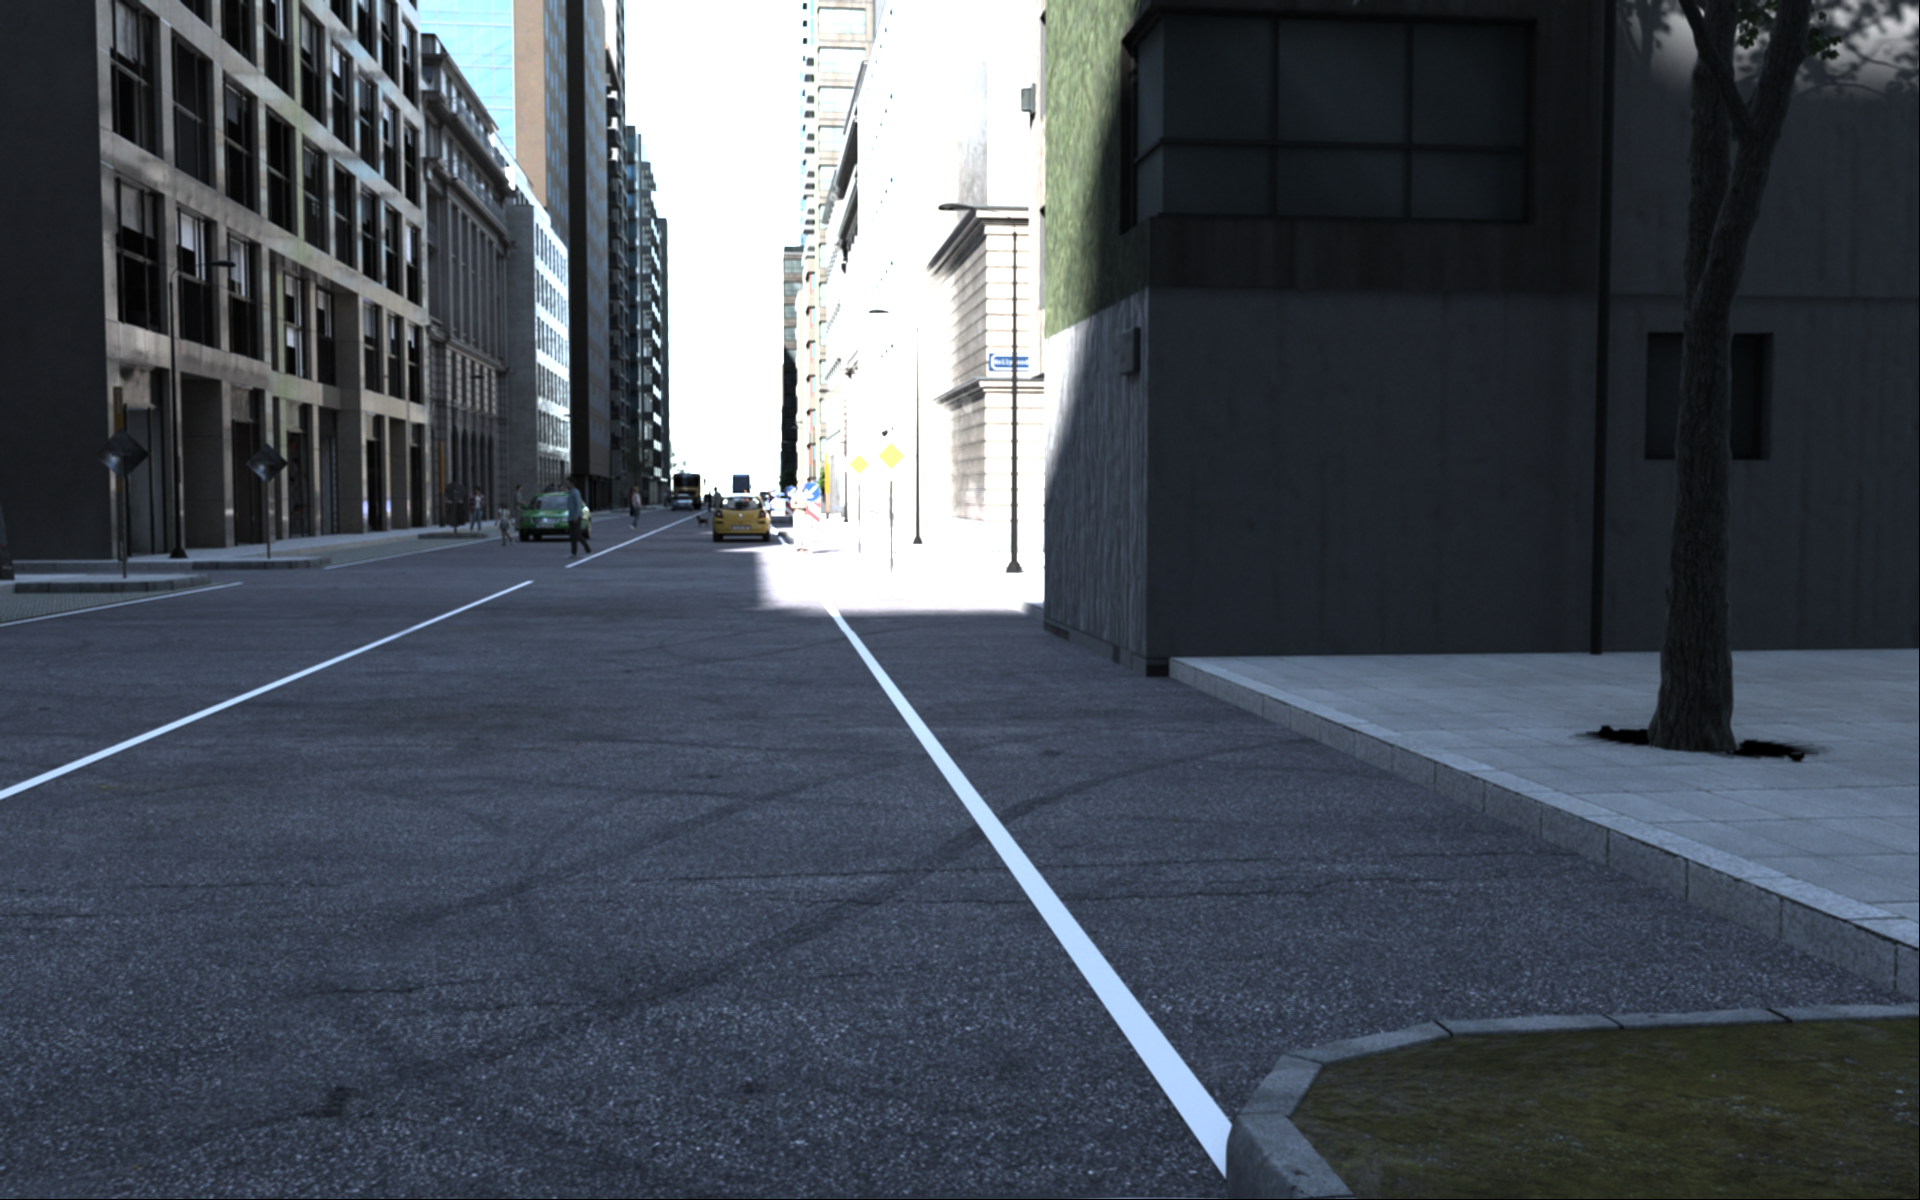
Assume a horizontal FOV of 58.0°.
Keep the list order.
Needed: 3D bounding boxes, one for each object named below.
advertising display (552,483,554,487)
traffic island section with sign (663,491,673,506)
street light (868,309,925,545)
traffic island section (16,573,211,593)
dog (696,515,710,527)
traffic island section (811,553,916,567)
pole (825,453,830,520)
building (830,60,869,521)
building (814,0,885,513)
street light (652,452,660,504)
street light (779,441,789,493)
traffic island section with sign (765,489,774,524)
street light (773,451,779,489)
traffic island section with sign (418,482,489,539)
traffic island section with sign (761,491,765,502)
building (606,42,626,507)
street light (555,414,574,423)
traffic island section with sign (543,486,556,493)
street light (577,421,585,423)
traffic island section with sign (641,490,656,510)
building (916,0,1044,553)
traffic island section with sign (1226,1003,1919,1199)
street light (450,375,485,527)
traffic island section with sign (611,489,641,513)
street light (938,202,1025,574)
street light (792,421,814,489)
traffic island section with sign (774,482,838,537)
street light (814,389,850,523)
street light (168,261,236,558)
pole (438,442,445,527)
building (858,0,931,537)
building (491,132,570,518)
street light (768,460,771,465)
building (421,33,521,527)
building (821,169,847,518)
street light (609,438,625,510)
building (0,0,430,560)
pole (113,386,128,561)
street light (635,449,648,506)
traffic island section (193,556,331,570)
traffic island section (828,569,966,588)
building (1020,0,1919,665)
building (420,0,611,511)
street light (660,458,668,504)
[{"bbox_3d":[-22.899,-5.642,97.457,0.123,1.923,0.974,-1,4,-15],"label":"advertising display"},{"bbox_3d":[-35.789,-12.604,214.701,1.989,1.847,2.006,0,4,-7],"label":"traffic island section with sign"},{"bbox_3d":[-1.607,-4.349,43.648,1.470,5.913,1.316,0,4,-7],"label":"street light"},{"bbox_3d":[-12.734,-0.250,26.363,2.009,0.180,2.903,0,4,-7],"label":"traffic island section"},{"bbox_3d":[-11.187,-3.430,75.367,0.540,0.507,0.406,-2,4,-28],"label":"dog"},{"bbox_3d":[-2.048,-0.821,35.705,2.009,0.180,2.903,0,4,-7],"label":"traffic island section"},{"bbox_3d":[-6.619,-5.658,86.359,0.158,3.312,0.155,0,3,0],"label":"pole"},{"bbox_3d":[1.220,-14.596,80.447,13.314,21.916,24.055,0,4,-7],"label":"building"},{"bbox_3d":[-3.086,-26.718,120.439,14.154,41.232,14.086,0,4,-7],"label":"building"},{"bbox_3d":[-34.472,-13.447,192.402,1.470,5.913,1.316,0,4,-7],"label":"street light"},{"bbox_3d":[-14.937,-11.024,152.787,1.470,5.913,1.316,0,4,-7],"label":"street light"},{"bbox_3d":[-8.437,-4.680,85.153,1.989,1.847,2.006,0,4,-7],"label":"traffic island section with sign"},{"bbox_3d":[-19.052,-13.077,186.350,1.470,5.913,1.316,0,4,-7],"label":"street light"},{"bbox_3d":[-16.392,-2.908,56.174,1.989,1.847,2.006,0,4,-7],"label":"traffic island section with sign"},{"bbox_3d":[-14.501,-7.713,134.735,1.989,1.847,2.006,0,4,-7],"label":"traffic island section with sign"},{"bbox_3d":[-43.788,-31.210,164.913,22.147,44.769,28.867,0,4,-7],"label":"building"},{"bbox_3d":[-23.368,-7.856,100.993,1.470,5.913,1.316,0,4,-7],"label":"street light"},{"bbox_3d":[-19.732,-4.577,83.464,1.989,1.847,2.006,0,4,-7],"label":"traffic island section with sign"},{"bbox_3d":[-24.441,-8.399,109.862,1.470,5.913,1.316,0,4,-7],"label":"street light"},{"bbox_3d":[-29.146,-9.280,160.362,1.989,1.847,2.006,0,4,-7],"label":"traffic island section with sign"},{"bbox_3d":[16.699,-13.752,43.923,34.723,24.649,14.460,0,4,-7],"label":"building"},{"bbox_3d":[1.587,0.331,3.216,1.989,1.847,2.006,0,4,-7],"label":"traffic island section with sign"},{"bbox_3d":[-19.267,-5.824,67.766,1.470,5.913,1.316,0,4,-7],"label":"street light"},{"bbox_3d":[-25.822,-7.623,133.260,1.989,1.847,2.006,0,4,-7],"label":"traffic island section with sign"},{"bbox_3d":[0.341,-3.381,27.825,1.470,5.913,1.316,0,4,-7],"label":"street light"},{"bbox_3d":[-9.825,-8.429,110.349,1.470,5.913,1.316,0,4,-7],"label":"street light"},{"bbox_3d":[-5.166,-3.044,58.396,1.989,1.847,2.006,0,4,-7],"label":"traffic island section with sign"},{"bbox_3d":[-5.611,-6.382,76.887,1.470,5.913,1.316,0,4,-7],"label":"street light"},{"bbox_3d":[-15.106,-3.792,34.547,1.470,5.913,1.316,0,4,-7],"label":"street light"},{"bbox_3d":[-20.129,-4.489,67.245,0.158,3.312,0.155,0,3,0],"label":"pole"},{"bbox_3d":[2.250,-12.516,59.395,10.420,20.320,16.860,0,4,-7],"label":"building"},{"bbox_3d":[-28.563,-14.944,99.079,10.420,20.320,16.860,0,4,-7],"label":"building"},{"bbox_3d":[-25.074,-16.092,235.651,1.470,5.913,1.316,0,4,-7],"label":"street light"},{"bbox_3d":[-28.024,-14.447,78.002,13.314,21.916,24.055,0,4,-7],"label":"building"},{"bbox_3d":[-2.886,-15.467,102.030,9.793,20.994,18.267,0,4,-7],"label":"building"},{"bbox_3d":[-28.504,-10.483,143.933,1.470,5.913,1.316,0,4,-7],"label":"street light"},{"bbox_3d":[-28.092,-14.928,48.590,19.350,26.468,34.151,0,4,-7],"label":"building"},{"bbox_3d":[-15.984,-2.392,32.958,0.158,3.312,0.155,0,3,0],"label":"pole"},{"bbox_3d":[-32.617,-12.515,177.158,1.470,5.913,1.316,0,4,-7],"label":"street light"},{"bbox_3d":[-13.704,-0.734,34.289,2.009,0.180,2.903,0,4,-7],"label":"traffic island section"},{"bbox_3d":[-1.078,-0.336,27.779,2.009,0.180,2.903,0,4,-7],"label":"traffic island section"},{"bbox_3d":[7.598,-15.204,20.291,14.160,30.474,14.107,0,4,-7],"label":"building"},{"bbox_3d":[-36.855,-30.213,144.088,14.600,45.320,14.200,0,4,-7],"label":"building"},{"bbox_3d":[-38.575,-15.479,225.628,1.470,5.913,1.316,0,4,-7],"label":"street light"}]
